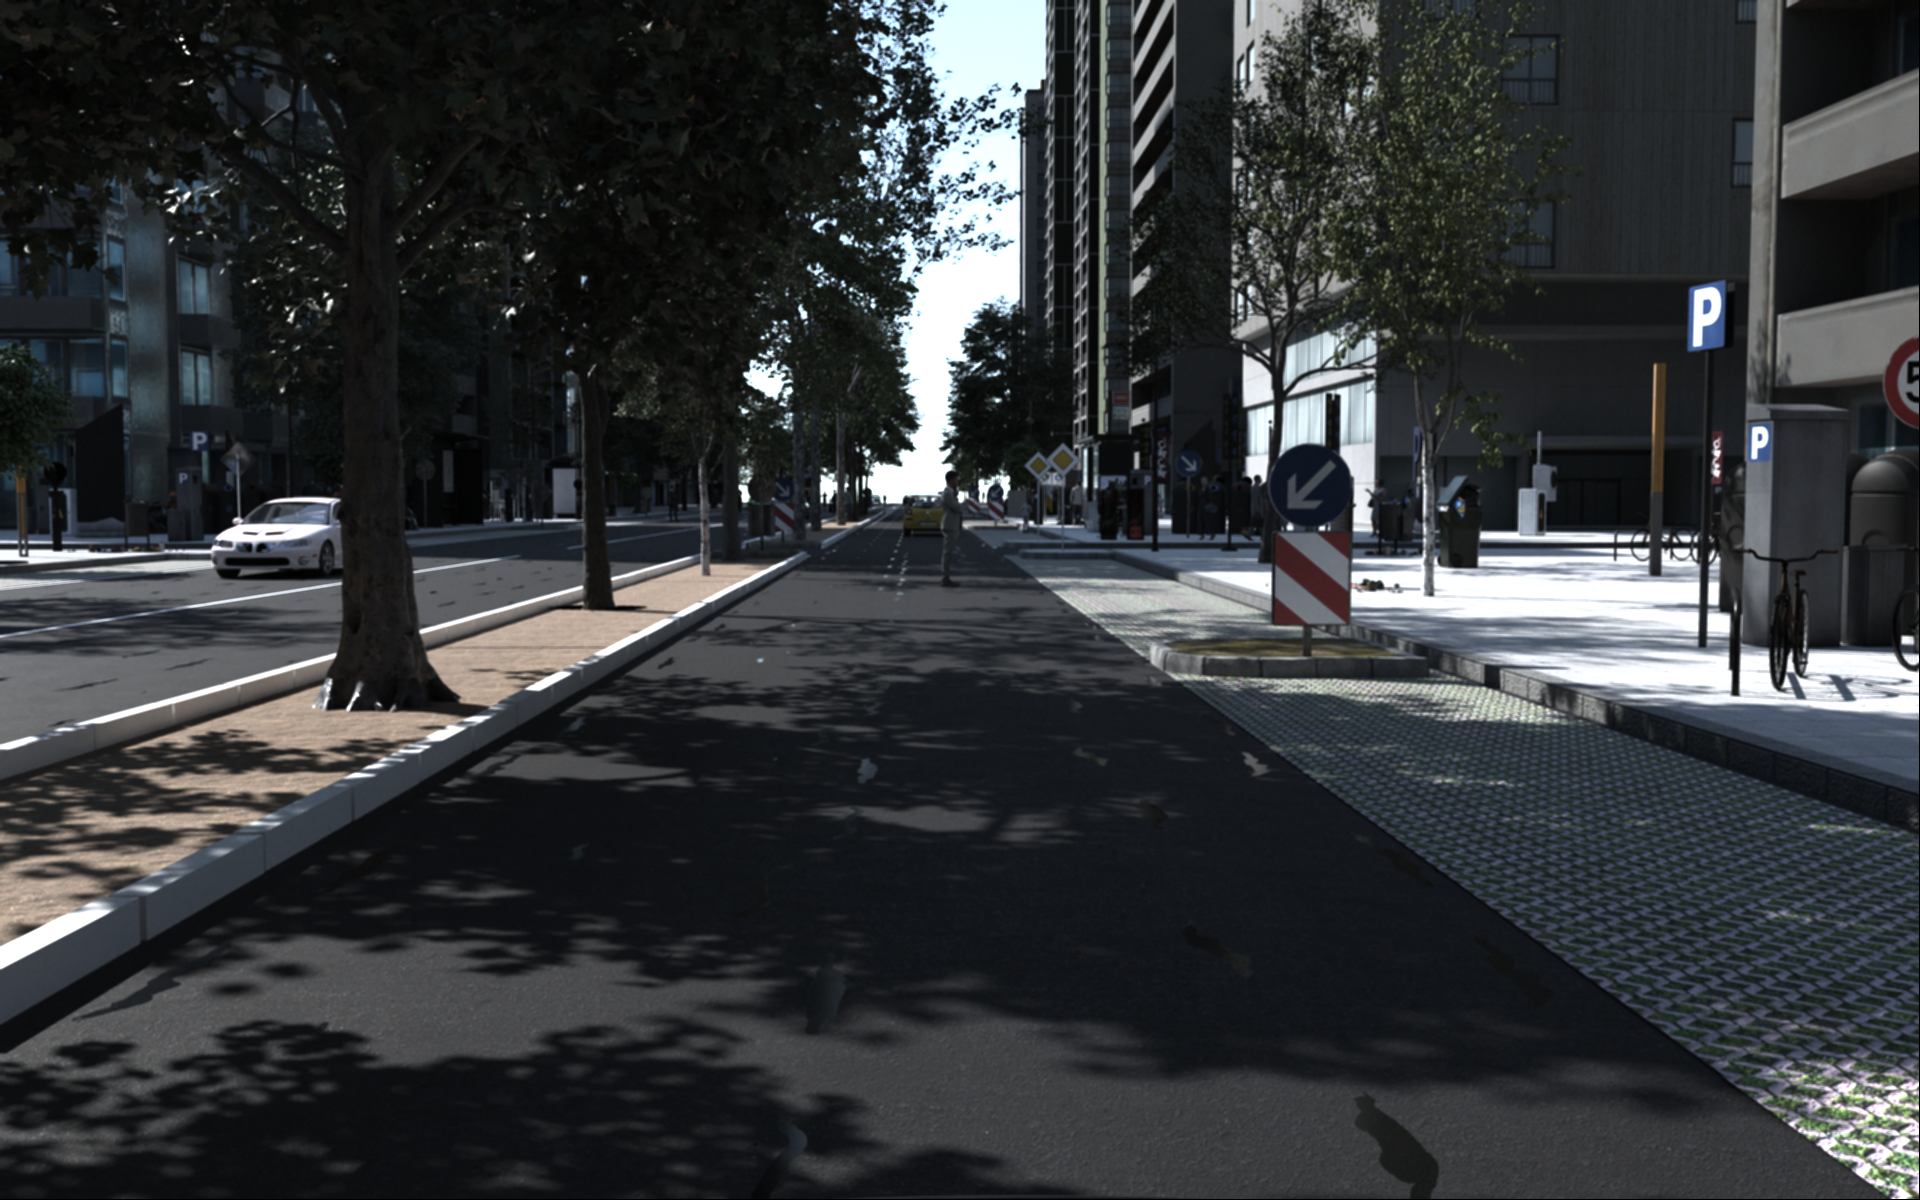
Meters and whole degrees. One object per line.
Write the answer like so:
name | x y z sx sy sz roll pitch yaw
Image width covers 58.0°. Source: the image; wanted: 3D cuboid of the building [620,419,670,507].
building | -37.776 -32.363 179.245 14.600 45.320 14.200 0 4 -1

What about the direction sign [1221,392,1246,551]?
direction sign | 6.073 -2.871 38.944 0.379 3.537 0.876 -1 4 -12

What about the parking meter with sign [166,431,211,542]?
parking meter with sign | -21.069 -3.120 47.266 0.543 3.016 1.738 0 4 0

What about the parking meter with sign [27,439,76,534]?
parking meter with sign | -29.013 -3.604 55.189 1.738 3.016 0.543 0 4 -5

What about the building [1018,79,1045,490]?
building | 19.080 -43.493 253.103 21.231 58.520 28.212 0 4 -1

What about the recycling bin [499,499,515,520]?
recycling bin | -22.333 -4.458 85.445 0.722 1.027 0.722 -1 4 -14

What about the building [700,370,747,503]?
building | -43.283 -36.769 255.792 22.147 44.769 28.867 0 4 -1

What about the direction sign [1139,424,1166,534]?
direction sign | 6.224 -3.912 55.966 0.876 3.537 0.379 0 4 -4

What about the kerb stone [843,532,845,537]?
kerb stone | -3.874 -2.055 55.799 0.120 0.150 1.000 0 4 -1

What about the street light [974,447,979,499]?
street light | 1.513 -11.408 159.314 0.468 5.910 1.993 0 4 -1

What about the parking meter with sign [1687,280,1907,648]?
parking meter with sign | 7.038 -1.118 14.533 1.738 3.016 0.543 0 4 -8

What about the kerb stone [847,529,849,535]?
kerb stone | -3.951 -2.244 58.878 0.120 0.150 1.000 0 4 -1

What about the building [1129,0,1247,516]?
building | 22.885 -29.813 111.137 21.300 48.544 21.600 0 4 -1

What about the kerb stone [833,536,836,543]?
kerb stone | -3.724 -1.677 49.647 0.120 0.150 1.000 0 4 -1

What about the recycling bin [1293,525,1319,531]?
recycling bin | 10.877 -2.560 54.404 0.722 1.027 0.722 1 4 20

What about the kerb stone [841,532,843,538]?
kerb stone | -3.854 -1.993 54.778 0.120 0.150 1.000 0 4 -1

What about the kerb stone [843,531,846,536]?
kerb stone | -3.898 -2.118 56.829 0.120 0.150 1.000 0 4 -1

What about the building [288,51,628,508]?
building | -42.796 -32.851 156.719 23.786 49.044 30.456 0 4 -1

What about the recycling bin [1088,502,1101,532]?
recycling bin | 4.726 -2.794 58.232 0.722 1.027 0.722 -1 4 -11

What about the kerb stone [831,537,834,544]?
kerb stone | -3.696 -1.617 48.626 0.120 0.150 1.000 0 4 -1

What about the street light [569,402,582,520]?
street light | -19.244 -6.976 86.852 0.468 5.910 1.993 0 4 -1

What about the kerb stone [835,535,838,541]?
kerb stone | -3.741 -1.742 50.669 0.120 0.150 1.000 0 4 -1

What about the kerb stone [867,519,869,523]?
kerb stone | -4.492 -3.623 81.429 0.120 0.150 1.000 0 4 -1

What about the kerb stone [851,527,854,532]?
kerb stone | -4.039 -2.494 62.975 0.120 0.150 1.000 0 4 -1

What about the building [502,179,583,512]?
building | -40.039 -42.346 130.616 20.563 71.187 20.611 0 4 -1

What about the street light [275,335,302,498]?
street light | -18.311 -4.560 47.346 0.468 5.910 1.993 0 4 -1

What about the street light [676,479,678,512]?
street light | -20.127 -9.199 123.187 0.468 5.910 1.993 0 4 -1

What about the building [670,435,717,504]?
building | -47.062 -39.026 227.321 28.713 52.752 27.495 0 4 -1

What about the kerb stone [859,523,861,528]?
kerb stone | -4.243 -2.993 71.176 0.120 0.150 1.000 0 4 -1

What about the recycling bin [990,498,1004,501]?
recycling bin | 2.434 -6.264 114.963 0.722 1.027 0.722 2 4 26

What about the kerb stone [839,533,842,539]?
kerb stone | -3.821 -1.926 53.743 0.120 0.150 1.000 0 4 -1

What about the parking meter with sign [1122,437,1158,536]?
parking meter with sign | 5.657 -3.523 53.866 0.543 3.016 1.738 -2 4 -29

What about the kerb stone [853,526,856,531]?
kerb stone | -4.092 -2.620 65.026 0.120 0.150 1.000 0 4 -1

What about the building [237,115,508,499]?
building | -37.349 -20.629 108.989 14.160 30.474 14.107 0 4 -1

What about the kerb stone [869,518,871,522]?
kerb stone | -4.560 -3.811 84.505 0.120 0.150 1.000 0 4 -1

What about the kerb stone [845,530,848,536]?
kerb stone | -3.921 -2.181 57.851 0.120 0.150 1.000 0 4 -1

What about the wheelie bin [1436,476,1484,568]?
wheelie bin | 8.714 -1.362 30.174 0.693 1.594 0.980 0 4 -4

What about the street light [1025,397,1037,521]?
street light | 3.381 -6.727 82.782 0.468 5.910 1.993 0 4 -1

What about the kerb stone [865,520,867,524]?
kerb stone | -4.415 -3.435 78.362 0.120 0.150 1.000 0 4 -1

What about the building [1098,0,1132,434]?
building | 17.842 -27.732 137.016 14.154 41.232 14.086 0 4 -1

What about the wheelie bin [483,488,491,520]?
wheelie bin | -23.703 -4.794 86.288 0.693 1.594 0.980 -1 4 -13

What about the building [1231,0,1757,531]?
building | 26.499 -29.435 70.493 27.495 52.752 28.713 0 4 -1

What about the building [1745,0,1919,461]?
building | 23.978 -24.072 17.283 21.300 48.544 21.600 0 4 -1

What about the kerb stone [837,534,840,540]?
kerb stone | -3.806 -1.863 52.719 0.120 0.150 1.000 0 4 -1

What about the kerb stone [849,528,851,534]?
kerb stone | -3.997 -2.369 60.921 0.120 0.150 1.000 0 4 -1

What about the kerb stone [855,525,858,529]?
kerb stone | -4.143 -2.745 67.075 0.120 0.150 1.000 0 4 -1

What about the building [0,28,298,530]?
building | -40.131 -27.735 73.080 23.786 49.044 30.456 0 4 -1

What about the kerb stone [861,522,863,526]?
kerb stone | -4.297 -3.121 73.228 0.120 0.150 1.000 0 4 -1

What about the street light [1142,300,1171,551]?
street light | 4.368 -4.026 38.614 0.468 5.910 1.993 0 4 -1

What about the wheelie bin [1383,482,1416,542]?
wheelie bin | 11.871 -2.379 46.810 0.693 1.594 0.980 -3 4 -38

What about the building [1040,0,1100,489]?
building | 19.867 -48.280 227.626 20.563 71.187 20.611 0 4 -1

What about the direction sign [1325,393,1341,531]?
direction sign | 8.423 -2.886 39.184 0.379 3.537 0.876 2 4 32

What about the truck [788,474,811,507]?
truck | -15.238 -10.540 168.255 3.469 3.379 9.791 0 4 -1

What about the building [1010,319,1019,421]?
building | 14.871 -30.782 274.984 14.160 30.474 14.107 0 4 -1
